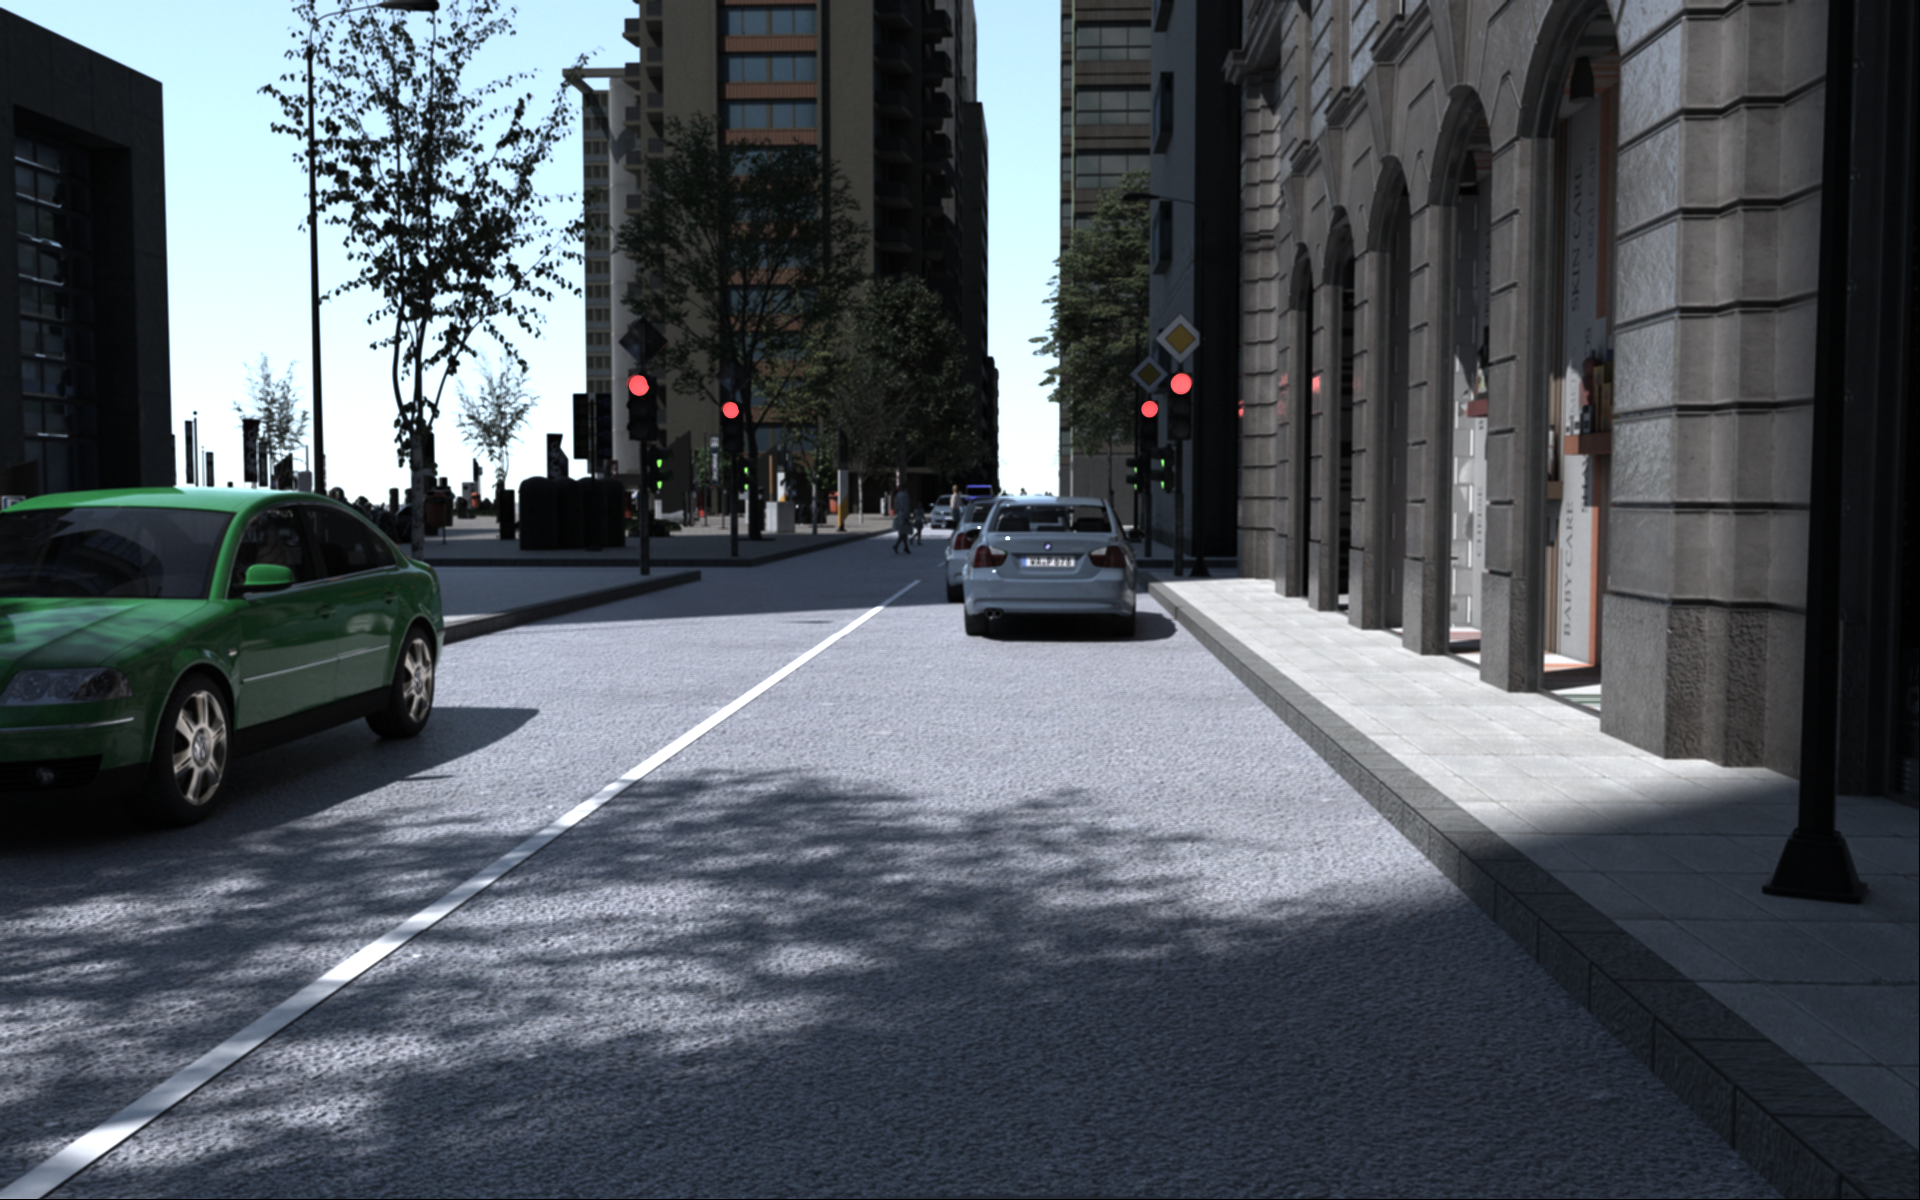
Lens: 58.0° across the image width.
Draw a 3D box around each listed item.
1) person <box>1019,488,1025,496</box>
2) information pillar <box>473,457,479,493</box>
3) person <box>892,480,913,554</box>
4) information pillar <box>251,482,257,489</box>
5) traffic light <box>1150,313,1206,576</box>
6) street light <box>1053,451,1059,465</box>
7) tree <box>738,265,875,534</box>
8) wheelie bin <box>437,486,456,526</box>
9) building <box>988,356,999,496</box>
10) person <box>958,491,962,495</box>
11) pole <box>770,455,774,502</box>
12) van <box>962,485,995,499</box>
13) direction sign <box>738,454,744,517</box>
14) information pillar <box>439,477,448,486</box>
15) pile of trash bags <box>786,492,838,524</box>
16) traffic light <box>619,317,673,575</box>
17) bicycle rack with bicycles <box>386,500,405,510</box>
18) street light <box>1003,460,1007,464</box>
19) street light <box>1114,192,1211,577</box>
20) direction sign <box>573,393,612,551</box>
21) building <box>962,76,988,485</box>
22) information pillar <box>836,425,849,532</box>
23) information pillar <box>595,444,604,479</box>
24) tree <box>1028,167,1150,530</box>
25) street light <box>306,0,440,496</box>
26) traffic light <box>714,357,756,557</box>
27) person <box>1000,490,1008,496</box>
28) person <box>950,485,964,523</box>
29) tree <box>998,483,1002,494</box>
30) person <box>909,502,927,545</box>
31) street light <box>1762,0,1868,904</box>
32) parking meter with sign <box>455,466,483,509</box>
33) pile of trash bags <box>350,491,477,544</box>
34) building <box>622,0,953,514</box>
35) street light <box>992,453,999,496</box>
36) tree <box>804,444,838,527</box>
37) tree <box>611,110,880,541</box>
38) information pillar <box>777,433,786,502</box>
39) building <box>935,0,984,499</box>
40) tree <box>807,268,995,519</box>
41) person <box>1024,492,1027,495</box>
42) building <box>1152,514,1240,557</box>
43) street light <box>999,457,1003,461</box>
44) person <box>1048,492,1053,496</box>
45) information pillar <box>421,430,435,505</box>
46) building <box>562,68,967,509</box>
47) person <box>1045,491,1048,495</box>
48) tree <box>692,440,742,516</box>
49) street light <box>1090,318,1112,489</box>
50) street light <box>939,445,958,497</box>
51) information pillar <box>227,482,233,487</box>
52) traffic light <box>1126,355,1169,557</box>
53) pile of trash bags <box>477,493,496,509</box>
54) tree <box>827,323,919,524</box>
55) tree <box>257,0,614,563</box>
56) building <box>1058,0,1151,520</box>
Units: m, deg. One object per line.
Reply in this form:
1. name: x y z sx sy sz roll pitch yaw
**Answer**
1. person: 3.671 -5.778 103.236 0.850 1.792 0.678 1 4 10
2. information pillar: -30.926 -7.297 110.660 0.183 3.616 0.504 1 4 21
3. person: -1.406 -2.006 41.658 0.624 1.780 0.694 -1 4 -23
4. information pillar: -27.370 -4.634 67.124 0.183 3.616 0.504 -2 4 -35
5. traffic light: 3.406 -2.332 27.055 0.839 4.253 0.868 0 4 3
6. street light: 11.061 -13.060 186.074 1.470 5.913 1.316 0 4 3
7. tree: -4.872 -6.409 55.143 4.737 8.622 4.395 0 3 0
8. wheelie bin: -20.409 -3.709 68.544 0.980 1.594 0.693 -3 5 -42
9. building: -8.973 -23.685 232.295 27.650 21.520 28.899 0 4 3
10. person: -0.017 -6.043 109.105 0.330 1.601 0.589 0 4 7
11. pole: -9.936 -5.970 91.447 0.158 3.312 0.155 0 3 0
12. van: 1.289 -6.881 116.895 2.240 2.365 5.245 0 4 2
13. direction sign: -12.286 -6.426 97.070 0.379 3.537 0.876 -2 4 -23
14. information pillar: -22.217 -4.282 74.504 0.304 2.012 0.304 -2 4 -32
15. pile of trash bags: -6.269 -3.930 74.009 3.447 1.369 1.912 3 5 42
16. traffic light: -4.996 -2.356 27.445 0.839 4.253 0.868 0 4 3
17. bicycle rack with bicycles: -32.052 -5.449 102.473 2.925 0.926 2.852 1 4 16
18. street light: 5.385 -16.205 237.493 1.470 5.913 1.316 0 4 3
19. street light: 3.193 -3.319 26.807 1.470 5.913 1.316 0 4 3
20. direction sign: -8.261 -2.873 38.976 0.876 3.537 0.379 0 4 5
21. building: -7.652 -35.593 205.648 21.300 48.544 21.600 0 4 3
22. information pillar: -4.009 -4.156 59.301 0.183 3.616 0.504 2 4 35
23. information pillar: -14.203 -4.705 68.281 0.183 3.616 0.504 2 4 24
24. tree: 6.124 -8.739 61.005 7.486 12.596 7.792 0 3 0
25. street light: -5.551 -2.679 16.338 1.470 5.913 1.316 0 4 3
26. traffic light: -4.610 -2.844 35.420 0.839 4.253 0.868 0 4 3
27. person: 4.079 -9.181 158.595 1.348 1.826 0.705 1 4 20
28. person: 0.012 -3.013 58.437 0.598 1.740 0.731 1 4 18
29. tree: 5.731 -16.797 269.232 1.663 3.219 1.824 0 3 0
30. person: -1.165 -2.160 48.824 0.505 1.210 0.382 -3 5 -44
31. street light: 2.221 -2.013 5.449 1.470 5.913 1.316 0 4 3
32. parking meter with sign: -31.147 -6.938 109.698 1.738 3.016 0.543 1 4 12
33. pile of trash bags: -14.596 -2.163 45.113 3.447 1.369 1.912 2 4 32
34. building: -11.924 -28.763 124.906 22.147 44.769 28.867 0 4 3
35. street light: 3.316 -13.608 195.030 1.470 5.913 1.316 0 4 3
36. tree: -5.227 -4.429 67.021 1.663 3.219 1.824 0 3 0
37. tree: -5.834 -7.462 47.766 9.928 11.665 9.643 0 3 0
38. information pillar: -6.841 -4.590 66.401 0.183 3.616 0.504 -3 5 -41
39. building: -5.675 -49.976 255.357 20.563 71.187 20.611 0 4 3
40. tree: -2.995 -10.462 88.067 9.611 12.733 9.660 0 3 0
41. person: 8.371 -12.767 217.963 0.721 1.743 1.217 2 4 24
42. building: 15.721 -25.700 43.896 21.600 48.544 21.300 0 4 3
43. street light: 4.271 -14.908 216.282 1.470 5.913 1.316 0 4 3
44. person: 12.090 -13.613 231.601 0.617 1.759 0.750 1 4 16
45. information pillar: -17.143 -3.938 55.747 0.183 3.616 0.504 3 5 43
46. building: -15.715 -28.120 151.640 32.217 40.220 23.993 0 4 3
47. person: 12.615 -14.985 253.139 1.348 1.869 0.705 -3 4 -36
48. tree: -14.163 -7.153 100.668 4.285 4.588 4.351 0 3 0
49. street light: 4.124 -4.481 45.807 1.470 5.913 1.316 0 4 3
50. street light: -0.750 -8.561 112.521 1.470 5.913 1.316 0 4 3
51. information pillar: -43.103 -5.983 102.321 0.304 2.012 0.304 -2 4 -29
52. traffic light: 3.792 -2.820 35.031 0.839 4.253 0.868 0 4 3
53. pile of trash bags: -28.514 -5.786 104.351 1.912 1.369 3.447 1 4 10
54. tree: -4.140 -7.595 74.545 4.360 8.622 3.978 0 3 0
55. tree: -6.727 -4.381 21.997 4.360 8.622 3.978 0 3 0
56. building: 12.918 -25.612 102.353 14.154 41.232 14.086 0 4 3
